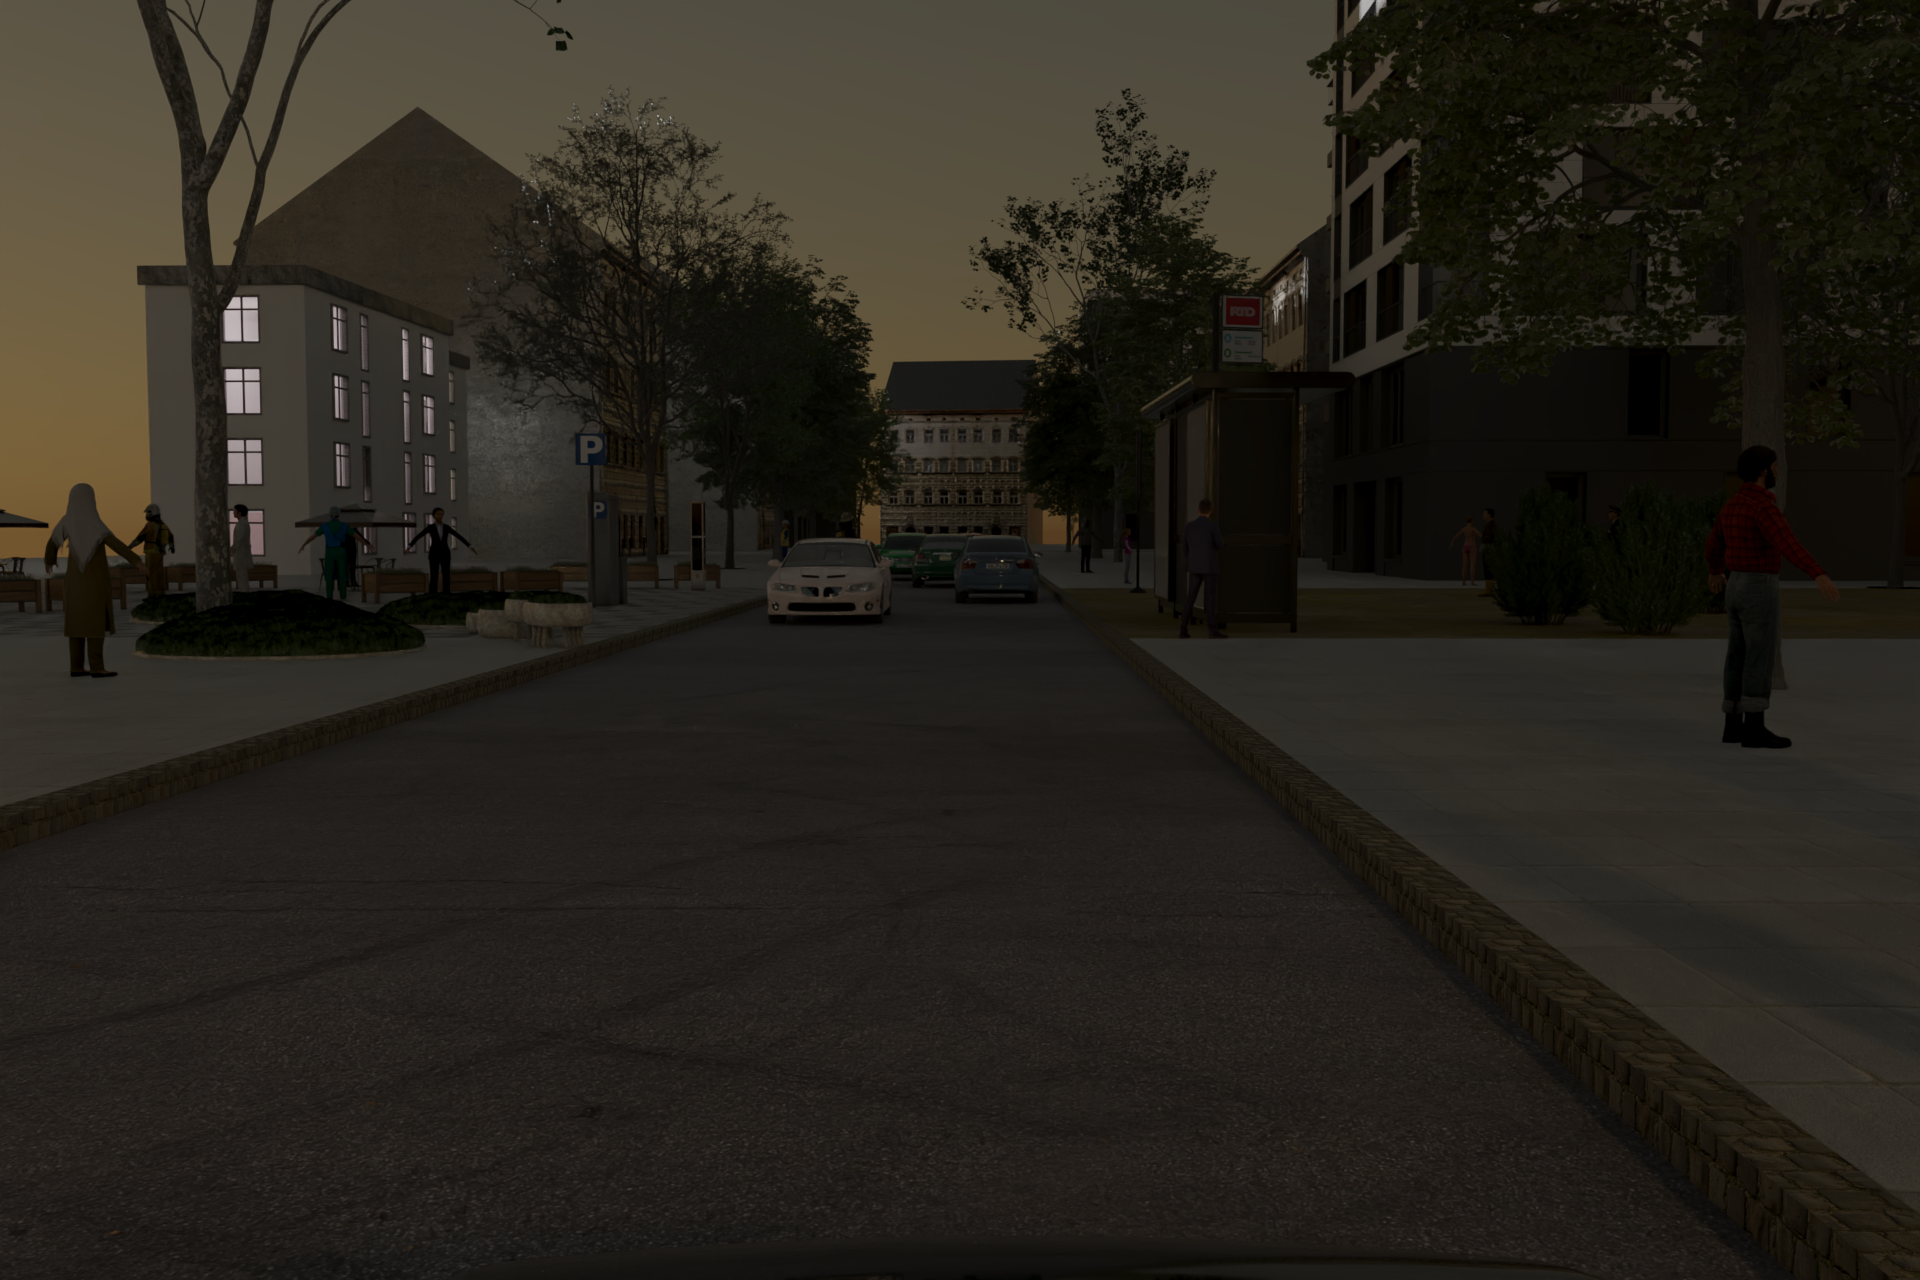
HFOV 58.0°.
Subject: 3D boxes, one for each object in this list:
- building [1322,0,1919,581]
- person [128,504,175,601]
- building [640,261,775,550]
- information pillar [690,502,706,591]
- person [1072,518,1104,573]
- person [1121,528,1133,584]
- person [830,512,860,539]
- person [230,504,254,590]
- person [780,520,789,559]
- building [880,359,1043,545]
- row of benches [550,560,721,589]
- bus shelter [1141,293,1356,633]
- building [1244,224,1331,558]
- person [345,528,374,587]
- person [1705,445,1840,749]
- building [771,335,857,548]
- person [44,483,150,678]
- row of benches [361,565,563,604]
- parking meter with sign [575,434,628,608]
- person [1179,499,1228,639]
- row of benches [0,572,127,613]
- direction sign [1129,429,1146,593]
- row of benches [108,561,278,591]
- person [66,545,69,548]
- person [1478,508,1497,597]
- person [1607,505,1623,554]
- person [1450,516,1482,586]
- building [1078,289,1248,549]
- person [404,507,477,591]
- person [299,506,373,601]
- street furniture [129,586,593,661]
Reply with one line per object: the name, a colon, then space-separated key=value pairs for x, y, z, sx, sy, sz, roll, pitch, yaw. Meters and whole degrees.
building: x=26.995 y=-13.395 z=62.977 sx=27.936 sy=21.610 sz=32.646 roll=0 pitch=4 yaw=1
person: x=-15.333 y=-1.660 z=32.915 sx=0.705 sy=1.858 sz=1.354 roll=1 pitch=4 yaw=13
building: x=-25.171 y=-19.232 z=145.379 sx=19.493 sy=23.208 sz=18.063 roll=0 pitch=3 yaw=0
information pillar: x=-5.951 y=-2.133 z=39.372 sx=0.304 sy=2.012 sz=0.304 roll=0 pitch=4 yaw=2
person: x=4.189 y=-3.130 z=57.299 sx=1.348 sy=1.813 sz=0.705 roll=-2 pitch=4 yaw=-35
person: x=4.380 y=-2.165 z=44.665 sx=0.599 sy=1.433 sz=0.991 roll=0 pitch=4 yaw=3
person: x=-2.203 y=-1.569 z=33.889 sx=1.354 sy=1.856 sz=0.705 roll=2 pitch=4 yaw=35
person: x=-12.684 y=-1.488 z=30.517 sx=0.705 sy=1.806 sz=1.347 roll=-1 pitch=4 yaw=-16
person: x=-6.166 y=-3.292 z=60.282 sx=0.721 sy=1.772 sz=1.216 roll=-1 pitch=4 yaw=-9
building: x=0.539 y=-23.523 z=217.987 sx=18.063 sy=23.208 sz=19.493 roll=1 pitch=4 yaw=8
row of benches: x=-7.727 y=-1.550 z=40.798 sx=4.104 sy=0.672 sz=1.422 roll=-1 pitch=4 yaw=-12
bus shelter: x=4.032 y=-2.996 z=26.624 sx=2.179 sy=5.291 sz=8.768 roll=0 pitch=4 yaw=0
building: x=27.443 y=-16.437 z=99.680 sx=19.493 sy=23.208 sz=18.063 roll=0 pitch=4 yaw=1
person: x=-14.700 y=-2.177 z=41.780 sx=0.705 sy=1.806 sz=1.347 roll=2 pitch=4 yaw=24
person: x=4.840 y=-0.269 z=10.499 sx=0.704 sy=1.816 sz=1.345 roll=0 pitch=4 yaw=-4
building: x=-25.671 y=-20.344 z=176.593 sx=27.936 sy=21.610 sz=32.646 roll=0 pitch=4 yaw=1
person: x=-7.790 y=-0.539 z=15.587 sx=1.217 sy=1.736 sz=0.721 roll=1 pitch=4 yaw=22
row of benches: x=-9.646 y=-1.103 z=33.490 sx=4.104 sy=0.672 sz=1.422 roll=-3 pitch=5 yaw=-43
parking meter with sign: x=-6.351 y=-2.120 z=30.928 sx=0.543 sy=3.016 sz=1.738 roll=0 pitch=4 yaw=3
person: x=2.983 y=-0.871 z=21.212 sx=0.530 sy=1.710 sz=0.541 roll=-3 pitch=5 yaw=-42
row of benches: x=-15.480 y=-0.770 z=28.047 sx=1.422 sy=0.672 sz=4.104 roll=2 pitch=4 yaw=35
direction sign: x=3.880 y=-2.795 z=37.700 sx=0.379 sy=3.537 sz=0.876 roll=0 pitch=4 yaw=-1
row of benches: x=-17.598 y=-1.475 z=39.574 sx=1.422 sy=0.672 sz=4.104 roll=2 pitch=4 yaw=34
person: x=-23.905 y=-2.542 z=47.700 sx=0.704 sy=1.843 sz=1.345 roll=2 pitch=4 yaw=33
person: x=10.818 y=-1.798 z=35.543 sx=0.704 sy=1.812 sz=1.346 roll=1 pitch=4 yaw=21
person: x=12.718 y=-1.699 z=33.722 sx=0.705 sy=1.837 sz=1.347 roll=1 pitch=4 yaw=20
person: x=12.734 y=-2.224 z=43.160 sx=0.721 sy=1.733 sz=1.217 roll=-3 pitch=5 yaw=-44
building: x=24.844 y=-19.379 z=160.821 sx=27.936 sy=21.610 sz=32.646 roll=0 pitch=4 yaw=1
person: x=-8.897 y=-1.403 z=29.665 sx=1.216 sy=1.740 sz=0.721 roll=-2 pitch=4 yaw=-28
person: x=-12.005 y=-1.662 z=33.304 sx=1.347 sy=1.817 sz=0.704 roll=-1 pitch=4 yaw=-17
street furniture: x=-7.933 y=-0.423 z=22.540 sx=5.734 sy=0.657 sz=10.072 roll=-1 pitch=4 yaw=-22
